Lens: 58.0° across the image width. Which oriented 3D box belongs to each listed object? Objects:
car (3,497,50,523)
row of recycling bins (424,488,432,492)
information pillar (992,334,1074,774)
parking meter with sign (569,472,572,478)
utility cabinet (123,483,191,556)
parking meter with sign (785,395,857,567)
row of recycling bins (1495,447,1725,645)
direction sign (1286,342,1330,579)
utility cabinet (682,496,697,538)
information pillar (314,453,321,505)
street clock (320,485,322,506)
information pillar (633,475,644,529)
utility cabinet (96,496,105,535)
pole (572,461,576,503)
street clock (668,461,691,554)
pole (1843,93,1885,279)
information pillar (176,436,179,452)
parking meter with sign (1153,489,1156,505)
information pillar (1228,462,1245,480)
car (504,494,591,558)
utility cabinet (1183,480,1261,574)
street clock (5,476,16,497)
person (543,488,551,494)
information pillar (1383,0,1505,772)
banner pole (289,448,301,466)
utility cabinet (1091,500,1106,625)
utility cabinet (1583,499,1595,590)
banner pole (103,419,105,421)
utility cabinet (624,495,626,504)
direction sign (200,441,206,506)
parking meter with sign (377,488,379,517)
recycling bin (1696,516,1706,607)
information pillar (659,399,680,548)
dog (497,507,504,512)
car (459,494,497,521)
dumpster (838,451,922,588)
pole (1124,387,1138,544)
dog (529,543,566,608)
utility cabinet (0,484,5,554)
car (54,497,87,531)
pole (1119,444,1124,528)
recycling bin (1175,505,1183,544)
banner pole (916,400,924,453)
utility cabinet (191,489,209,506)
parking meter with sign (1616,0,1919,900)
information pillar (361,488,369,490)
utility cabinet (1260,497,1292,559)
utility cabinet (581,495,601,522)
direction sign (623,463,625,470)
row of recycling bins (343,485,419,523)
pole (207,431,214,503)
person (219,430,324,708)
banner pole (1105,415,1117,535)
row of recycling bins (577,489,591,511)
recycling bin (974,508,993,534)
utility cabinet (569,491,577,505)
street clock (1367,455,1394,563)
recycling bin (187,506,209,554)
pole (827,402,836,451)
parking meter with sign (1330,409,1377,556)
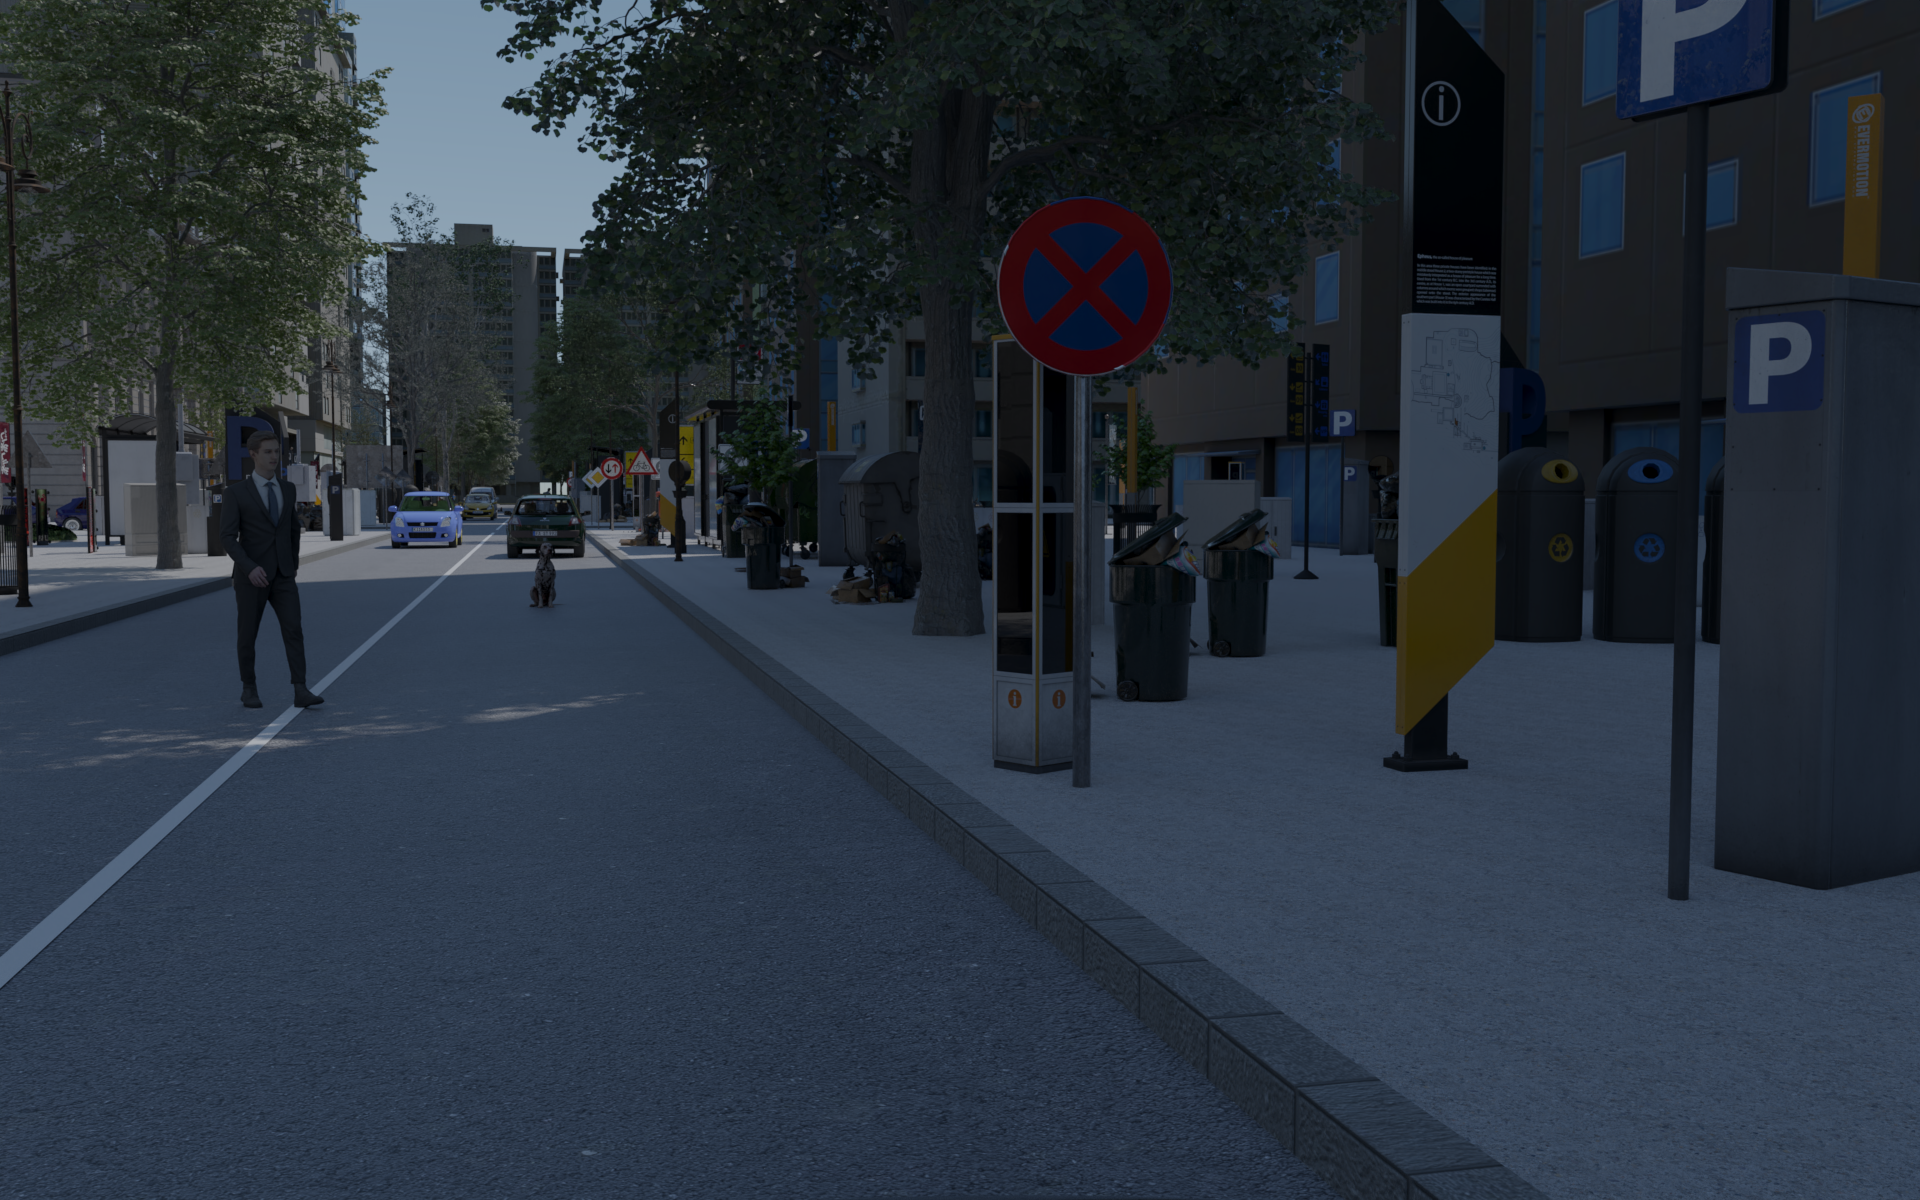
[{"bbox_3d":[-35.001,-3.040,62.283,3.894,1.354,1.945,-1,4,-16],"label":"car"},{"bbox_3d":[-34.815,-6.333,110.661,1.069,1.692,3.534,-3,5,-44],"label":"row of recycling bins"},{"bbox_3d":[0.358,-0.218,8.058,0.304,2.012,0.304,-3,5,-43],"label":"information pillar"},{"bbox_3d":[-29.475,-8.450,134.412,0.543,3.016,1.738,2,4,35],"label":"parking meter with sign"},{"bbox_3d":[-16.522,-1.647,35.604,0.318,1.500,1.173,3,4,37],"label":"utility cabinet"},{"bbox_3d":[-2.172,-2.107,30.711,1.738,3.016,0.543,0,4,-7],"label":"parking meter with sign"},{"bbox_3d":[6.368,-0.484,15.030,3.534,1.692,1.069,1,4,14],"label":"row of recycling bins"},{"bbox_3d":[5.233,-2.085,26.084,0.876,3.537,0.379,-2,4,-35],"label":"direction sign"},{"bbox_3d":[-7.706,-2.401,50.425,1.020,1.237,0.306,2,4,25],"label":"utility cabinet"},{"bbox_3d":[-36.906,-6.614,99.497,0.183,3.616,0.504,1,4,12],"label":"information pillar"},{"bbox_3d":[-51.131,-8.187,138.420,0.358,2.002,0.471,1,4,13],"label":"street clock"},{"bbox_3d":[-11.678,-3.572,62.900,0.304,2.012,0.304,1,4,17],"label":"information pillar"},{"bbox_3d":[-26.864,-2.625,54.076,1.020,1.237,0.306,3,5,40],"label":"utility cabinet"},{"bbox_3d":[-23.724,-6.886,106.425,0.158,3.312,0.155,0,3,0],"label":"pole"},{"bbox_3d":[-6.038,-2.006,37.371,0.471,2.002,0.358,2,4,33],"label":"street clock"},{"bbox_3d":[4.655,-0.927,8.993,0.158,3.312,0.155,0,3,0],"label":"pole"},{"bbox_3d":[-25.030,-3.896,55.060,0.183,3.616,0.504,2,4,29],"label":"information pillar"},{"bbox_3d":[6.967,-3.880,59.700,0.543,3.016,1.738,2,4,23],"label":"parking meter with sign"},{"bbox_3d":[6.336,-2.154,39.702,0.304,2.012,0.304,2,4,26],"label":"information pillar"},{"bbox_3d":[-9.606,-1.866,40.300,2.009,1.686,4.222,-1,4,-12],"label":"car"},{"bbox_3d":[4.126,-1.139,27.303,1.173,1.500,0.318,2,4,28],"label":"utility cabinet"},{"bbox_3d":[-37.874,-3.953,69.203,0.358,2.002,0.471,1,4,22],"label":"street clock"},{"bbox_3d":[-24.186,-5.671,101.406,0.592,1.802,0.473,1,4,9],"label":"person"},{"bbox_3d":[2.259,-1.020,8.026,0.504,3.616,0.183,-1,4,-16],"label":"information pillar"},{"bbox_3d":[-35.846,-6.324,93.422,0.401,3.779,0.863,1,4,22],"label":"banner pole"},{"bbox_3d":[0.902,-0.355,16.965,1.020,1.237,0.306,-1,4,-18],"label":"utility cabinet"},{"bbox_3d":[8.408,-0.743,23.308,1.020,1.237,0.306,-2,4,-35],"label":"utility cabinet"},{"bbox_3d":[-27.732,-4.081,56.749,0.863,3.779,0.401,-3,5,-44],"label":"banner pole"},{"bbox_3d":[-20.372,-5.690,104.196,1.020,1.237,0.306,-3,5,-43],"label":"utility cabinet"},{"bbox_3d":[-32.322,-5.016,74.003,0.379,3.537,0.876,-1,4,-12],"label":"direction sign"},{"bbox_3d":[-32.917,-6.056,95.274,1.738,3.016,0.543,-1,4,-15],"label":"parking meter with sign"},{"bbox_3d":[8.309,-0.457,20.033,0.722,1.027,0.722,1,4,10],"label":"recycling bin"},{"bbox_3d":[-6.892,-3.051,41.244,0.504,3.616,0.183,0,4,4],"label":"information pillar"},{"bbox_3d":[-37.277,-7.337,140.150,0.748,0.427,0.550,-2,4,-25],"label":"dog"},{"bbox_3d":[-26.397,-5.176,94.853,2.015,1.641,3.980,-1,4,-15],"label":"car"},{"bbox_3d":[-0.934,-1.129,24.214,1.264,1.857,1.865,-1,4,-14],"label":"dumpster"},{"bbox_3d":[3.295,-2.404,33.153,0.158,3.312,0.155,0,3,0],"label":"pole"},{"bbox_3d":[-5.217,-0.321,22.079,0.513,0.831,0.800,1,4,19],"label":"dog"},{"bbox_3d":[-20.872,-1.735,37.045,1.173,1.500,0.318,3,5,40],"label":"utility cabinet"},{"bbox_3d":[-30.444,-3.059,62.601,3.894,1.354,1.945,-1,4,-12],"label":"car"},{"bbox_3d":[6.091,-4.356,65.059,0.158,3.312,0.155,0,3,0],"label":"pole"},{"bbox_3d":[5.324,-1.666,39.800,0.722,1.027,0.722,0,4,5],"label":"recycling bin"},{"bbox_3d":[-0.595,-3.100,40.708,0.863,3.779,0.401,0,4,0],"label":"banner pole"},{"bbox_3d":[-33.604,-4.178,76.988,1.173,1.500,0.318,-3,5,-41],"label":"utility cabinet"},{"bbox_3d":[2.982,-0.586,5.834,1.738,3.016,0.543,-2,4,-32],"label":"parking meter with sign"},{"bbox_3d":[-25.267,-4.228,73.615,0.304,2.012,0.304,-1,4,-22],"label":"information pillar"},{"bbox_3d":[6.013,-1.408,34.190,1.020,1.237,0.306,0,4,-1],"label":"utility cabinet"},{"bbox_3d":[-17.107,-4.230,80.326,1.020,1.237,0.306,2,4,34],"label":"utility cabinet"},{"bbox_3d":[-24.960,-8.279,127.359,0.876,3.537,0.379,2,4,25],"label":"direction sign"},{"bbox_3d":[-25.569,-4.217,76.056,3.534,1.692,1.069,-1,4,-18],"label":"row of recycling bins"},{"bbox_3d":[-24.399,-3.827,56.414,0.158,3.312,0.155,0,3,0],"label":"pole"},{"bbox_3d":[-4.579,-0.201,11.562,0.755,1.850,0.659,3,5,40],"label":"person"},{"bbox_3d":[4.762,-3.970,54.934,0.401,3.779,0.863,2,4,34],"label":"banner pole"},{"bbox_3d":[-22.857,-6.269,109.614,1.069,1.692,3.534,2,4,29],"label":"row of recycling bins"},{"bbox_3d":[0.438,-1.181,31.856,0.722,1.027,0.722,0,4,3],"label":"recycling bin"},{"bbox_3d":[-28.317,-7.305,128.108,1.173,1.500,0.318,2,4,24],"label":"utility cabinet"},{"bbox_3d":[7.829,-1.695,32.282,0.471,2.002,0.358,1,4,11],"label":"street clock"},{"bbox_3d":[-16.450,-1.517,37.351,0.722,1.027,0.722,3,5,39],"label":"recycling bin"},{"bbox_3d":[-2.836,-2.722,38.340,0.158,3.312,0.155,0,3,0],"label":"pole"},{"bbox_3d":[8.362,-2.465,36.564,0.543,3.016,1.738,2,4,33],"label":"parking meter with sign"}]
